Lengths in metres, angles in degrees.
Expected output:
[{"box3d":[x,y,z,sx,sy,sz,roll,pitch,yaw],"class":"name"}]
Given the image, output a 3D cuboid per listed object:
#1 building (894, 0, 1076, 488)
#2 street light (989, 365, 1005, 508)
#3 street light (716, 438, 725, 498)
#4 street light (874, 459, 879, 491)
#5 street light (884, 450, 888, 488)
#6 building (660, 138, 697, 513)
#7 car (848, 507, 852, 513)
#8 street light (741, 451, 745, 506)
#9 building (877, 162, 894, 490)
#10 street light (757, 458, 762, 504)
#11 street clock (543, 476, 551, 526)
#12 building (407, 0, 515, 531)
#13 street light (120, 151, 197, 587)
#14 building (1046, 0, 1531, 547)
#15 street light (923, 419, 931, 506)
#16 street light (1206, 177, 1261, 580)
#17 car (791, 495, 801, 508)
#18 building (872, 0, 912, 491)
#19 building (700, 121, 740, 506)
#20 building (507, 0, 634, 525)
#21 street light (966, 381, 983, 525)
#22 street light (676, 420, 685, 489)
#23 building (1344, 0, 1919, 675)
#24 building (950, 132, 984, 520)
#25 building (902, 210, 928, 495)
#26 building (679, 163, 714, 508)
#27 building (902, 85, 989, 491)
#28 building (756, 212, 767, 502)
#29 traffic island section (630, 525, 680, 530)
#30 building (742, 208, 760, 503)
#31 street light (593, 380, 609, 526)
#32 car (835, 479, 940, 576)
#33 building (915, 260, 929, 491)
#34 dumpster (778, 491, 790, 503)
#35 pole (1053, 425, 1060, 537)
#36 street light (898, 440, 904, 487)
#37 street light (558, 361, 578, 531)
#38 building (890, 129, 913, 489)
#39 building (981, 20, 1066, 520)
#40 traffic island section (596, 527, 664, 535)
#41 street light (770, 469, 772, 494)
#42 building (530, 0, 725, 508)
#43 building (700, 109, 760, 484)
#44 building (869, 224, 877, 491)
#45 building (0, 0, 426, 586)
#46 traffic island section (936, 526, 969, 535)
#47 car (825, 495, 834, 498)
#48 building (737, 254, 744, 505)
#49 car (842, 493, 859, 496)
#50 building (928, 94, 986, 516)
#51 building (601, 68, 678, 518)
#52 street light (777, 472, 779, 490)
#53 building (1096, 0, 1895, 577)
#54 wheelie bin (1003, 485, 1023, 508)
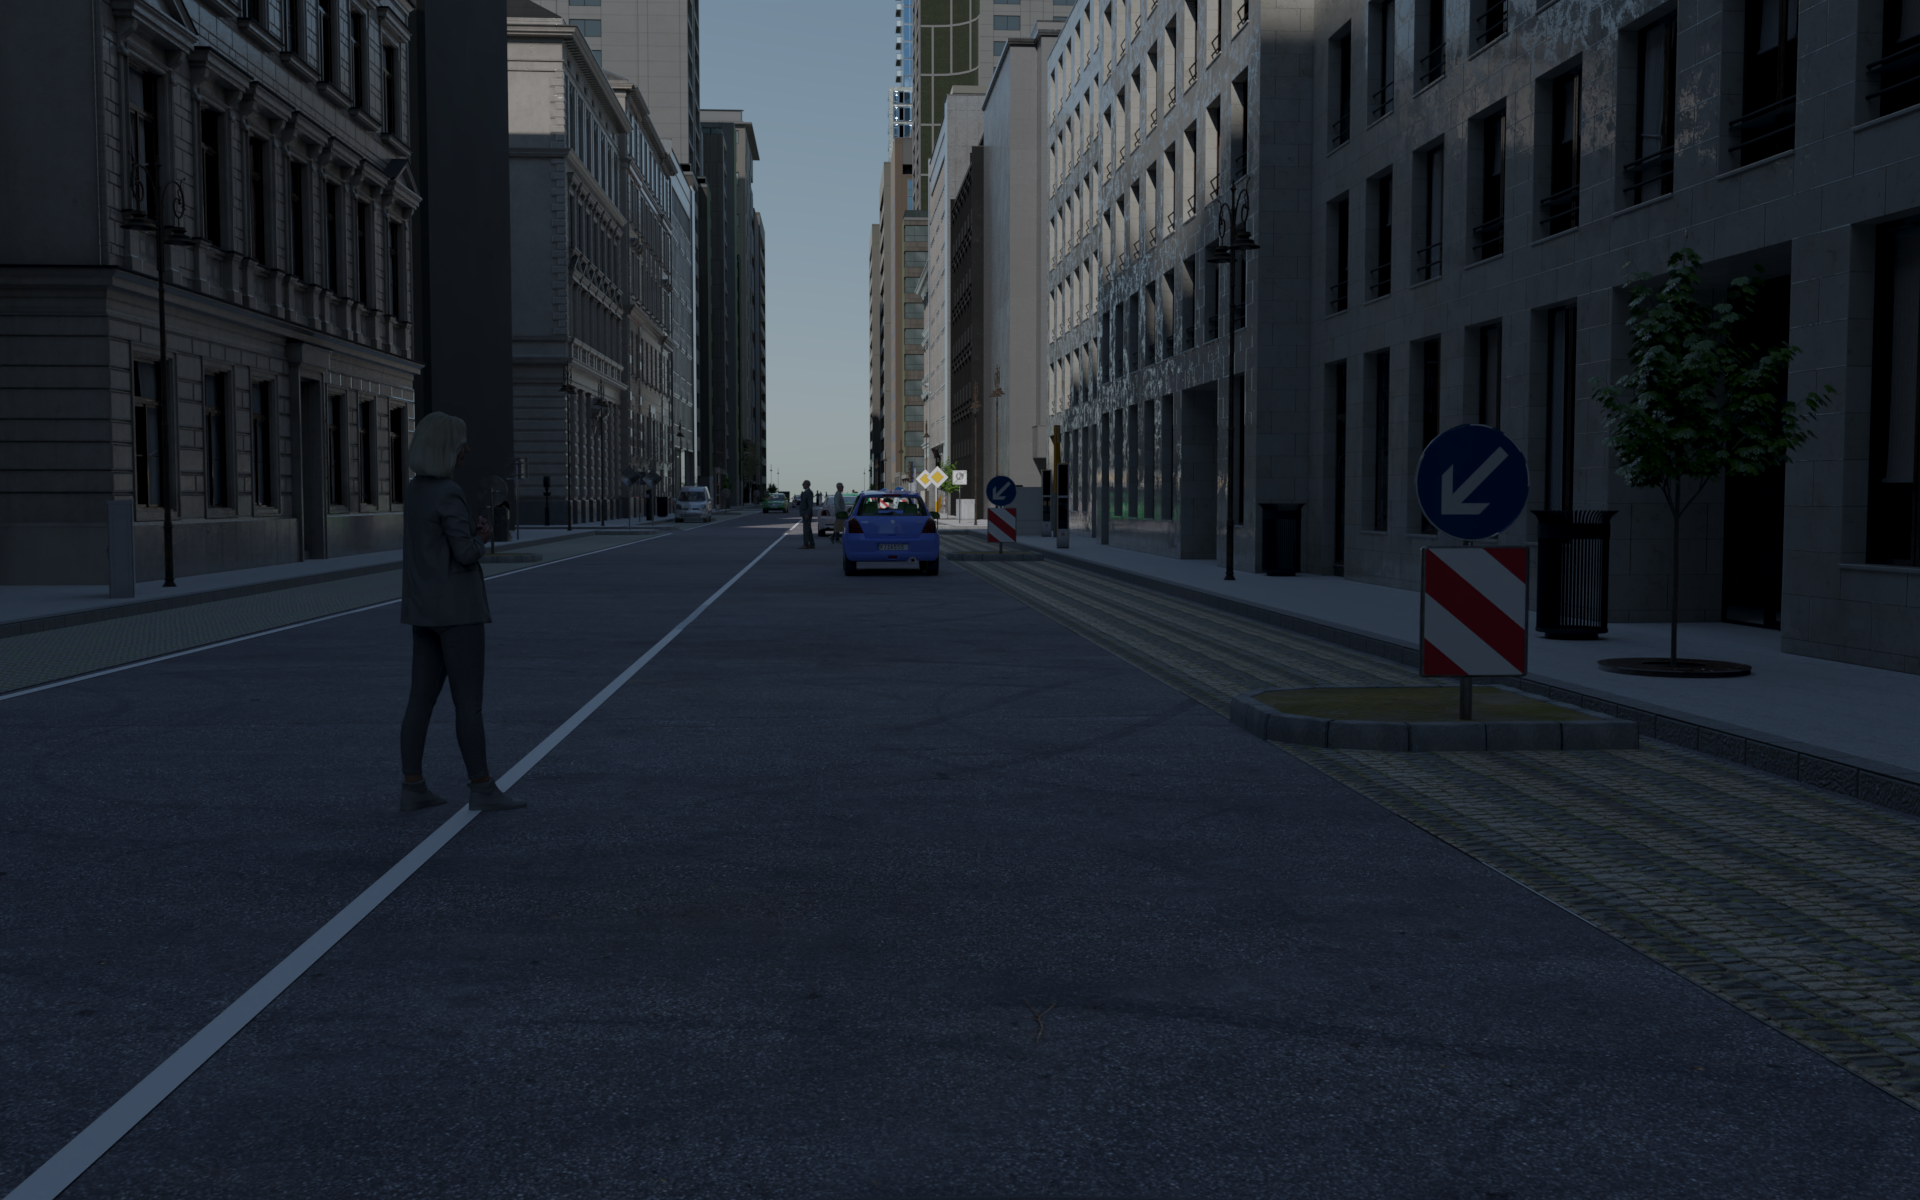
[{"box3d":[3.134,-46.274,194.834,20.563,71.187,20.611,0,4,-4],"class":"building"},{"box3d":[1.324,-5.455,61.984,0.468,5.910,1.993,0,4,-4],"class":"street light"},{"box3d":[-19.984,-10.580,145.774,0.468,5.910,1.993,0,4,-4],"class":"street light"},{"box3d":[-11.166,-15.743,230.185,0.468,5.910,1.993,0,4,-4],"class":"street light"},{"box3d":[-7.900,-12.903,183.743,0.468,5.910,1.993,0,4,-4],"class":"street light"},{"box3d":[-25.868,-18.766,124.840,12.078,24.808,19.932,0,4,-4],"class":"building"},{"box3d":[-1.762,-1.981,41.983,1.945,1.707,3.694,0,4,-3],"class":"car"},{"box3d":[-22.862,-12.829,182.549,0.468,5.910,1.993,0,4,-4],"class":"street light"},{"box3d":[-0.193,-37.734,240.646,21.300,48.544,21.600,0,4,-4],"class":"building"},{"box3d":[-26.206,-15.651,228.686,0.468,5.910,1.993,0,4,-4],"class":"street light"},{"box3d":[-16.631,-3.987,69.750,0.358,2.002,0.471,0,4,-5],"class":"street clock"},{"box3d":[-22.942,-13.657,52.966,15.834,23.373,12.332,0,4,-4],"class":"building"},{"box3d":[-10.943,-3.120,23.800,0.468,5.910,1.993,0,4,-4],"class":"street light"},{"box3d":[8.860,-12.121,52.924,10.420,20.320,16.860,0,4,-4],"class":"building"},{"box3d":[-2.081,-8.227,107.292,0.468,5.910,1.993,0,4,-4],"class":"street light"},{"box3d":[4.023,-3.233,25.652,0.468,5.910,1.993,0,4,-4],"class":"street light"},{"box3d":[-16.864,-10.497,183.981,2.083,1.381,4.827,0,4,-4],"class":"car"},{"box3d":[-2.055,-58.288,265.673,22.319,86.520,31.000,0,4,-4],"class":"building"},{"box3d":[-31.112,-30.647,184.672,14.154,41.232,14.086,0,4,-4],"class":"building"},{"box3d":[-21.591,-15.331,79.538,11.050,23.489,19.941,0,4,-4],"class":"building"},{"box3d":[0.645,-6.005,70.977,0.468,5.910,1.993,0,4,-4],"class":"street light"},{"box3d":[-17.139,-8.161,106.217,0.468,5.910,1.993,0,4,-4],"class":"street light"},{"box3d":[11.409,-10.068,19.363,10.420,20.320,16.860,0,4,-4],"class":"building"},{"box3d":[6.149,-16.213,94.768,12.332,23.373,15.834,0,4,-4],"class":"building"},{"box3d":[1.004,-24.877,178.441,14.160,30.474,14.107,0,4,-4],"class":"building"},{"box3d":[-29.073,-23.163,150.414,14.160,30.474,14.107,0,4,-4],"class":"building"},{"box3d":[10.841,-28.578,159.131,32.217,40.220,23.993,0,4,-4],"class":"building"},{"box3d":[-42.482,-40.135,279.910,21.300,48.544,21.600,0,4,-4],"class":"building"},{"box3d":[-12.341,-2.886,69.462,2.009,0.180,2.903,0,4,-4],"class":"traffic island section"},{"box3d":[-37.620,-37.449,262.401,14.600,45.320,14.200,0,4,-4],"class":"building"},{"box3d":[-14.354,-5.910,69.423,0.468,5.910,1.993,0,4,-4],"class":"street light"},{"box3d":[-1.306,-1.353,31.712,1.945,1.707,3.694,0,4,-5],"class":"car"},{"box3d":[2.775,-18.252,134.578,11.583,22.565,21.152,0,4,-4],"class":"building"},{"box3d":[-26.162,-15.235,257.302,1.865,1.857,1.264,0,4,-3],"class":"dumpster"},{"box3d":[2.862,-3.505,51.157,0.158,3.312,0.155,0,3,0],"class":"pole"},{"box3d":[-5.004,-10.656,147.019,0.468,5.910,1.993,0,4,-4],"class":"street light"},{"box3d":[-13.634,-5.353,60.312,0.468,5.910,1.993,0,4,-4],"class":"street light"},{"box3d":[-1.332,-34.441,213.215,14.600,45.320,14.200,0,4,-4],"class":"building"},{"box3d":[16.548,-15.900,79.036,30.058,24.678,14.314,0,4,-4],"class":"building"},{"box3d":[-11.749,-2.399,61.499,2.009,0.180,2.903,0,4,-4],"class":"traffic island section"},{"box3d":[-28.880,-17.872,264.996,0.468,5.910,1.993,0,4,-4],"class":"street light"},{"box3d":[-33.328,-44.525,166.230,20.563,71.187,20.611,0,4,-4],"class":"building"},{"box3d":[-42.544,-39.836,240.559,28.713,52.752,27.495,0,4,-4],"class":"building"},{"box3d":[-4.425,-40.946,293.172,21.300,48.544,21.600,0,4,-4],"class":"building"},{"box3d":[-17.185,-10.268,32.506,10.561,19.102,19.286,0,4,-4],"class":"building"},{"box3d":[-0.788,-2.448,62.306,2.009,0.180,2.903,0,4,-4],"class":"traffic island section"},{"box3d":[-16.004,-12.545,217.467,2.083,1.381,4.827,0,4,-6],"class":"car"},{"box3d":[-32.533,-26.190,199.903,14.160,30.474,14.107,0,4,-4],"class":"building"},{"box3d":[-4.708,-4.142,76.517,1.959,1.807,4.718,0,4,-5],"class":"car"},{"box3d":[4.499,-18.047,113.095,12.078,24.808,19.932,0,4,-4],"class":"building"},{"box3d":[-23.816,-18.626,101.798,12.463,27.353,25.104,0,4,-4],"class":"building"},{"box3d":[-31.642,-20.104,301.487,0.468,5.910,1.993,0,4,-4],"class":"street light"},{"box3d":[9.318,-11.091,36.083,10.420,20.320,16.860,0,4,-4],"class":"building"},{"box3d":[1.884,-3.142,59.273,0.980,1.594,0.693,-1,4,-21],"class":"wheelie bin"}]
